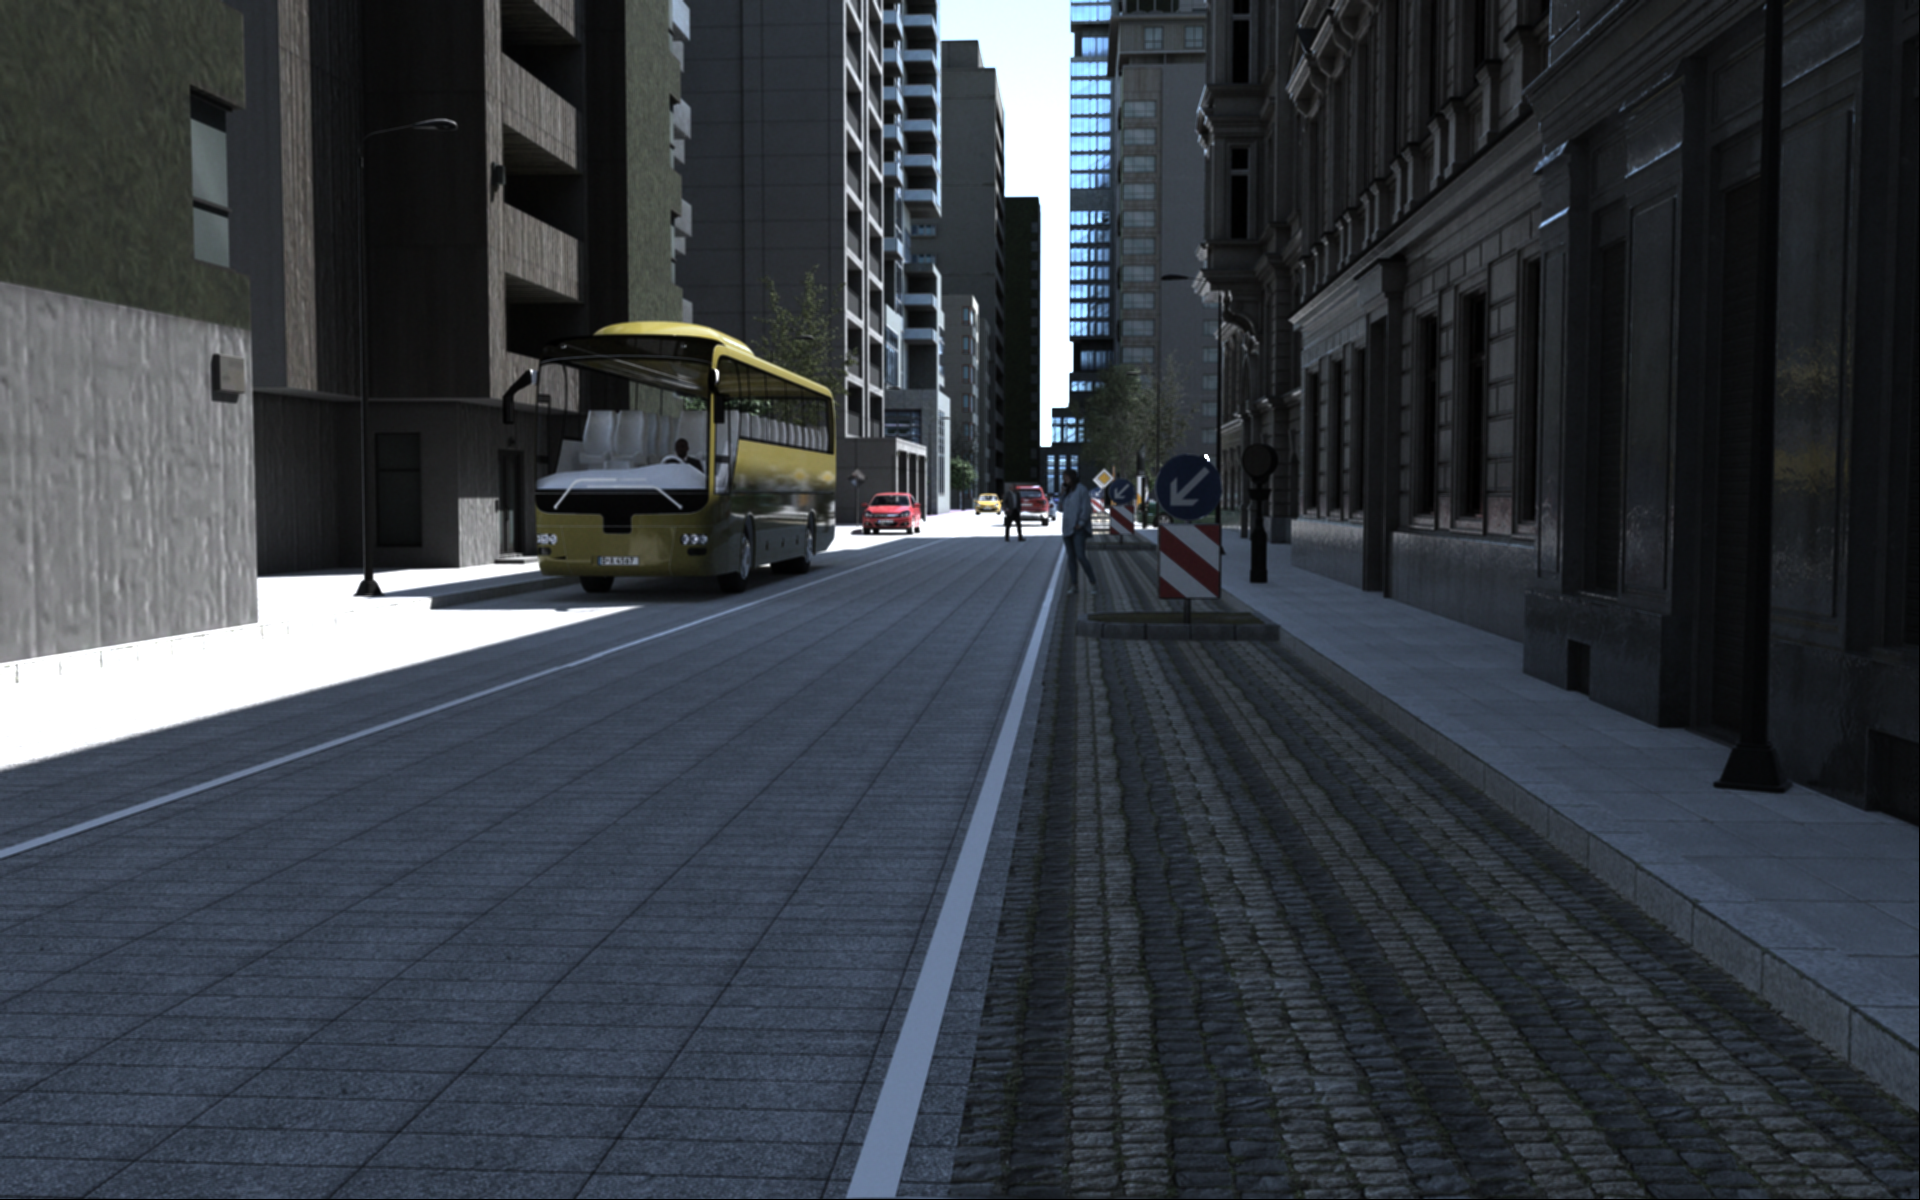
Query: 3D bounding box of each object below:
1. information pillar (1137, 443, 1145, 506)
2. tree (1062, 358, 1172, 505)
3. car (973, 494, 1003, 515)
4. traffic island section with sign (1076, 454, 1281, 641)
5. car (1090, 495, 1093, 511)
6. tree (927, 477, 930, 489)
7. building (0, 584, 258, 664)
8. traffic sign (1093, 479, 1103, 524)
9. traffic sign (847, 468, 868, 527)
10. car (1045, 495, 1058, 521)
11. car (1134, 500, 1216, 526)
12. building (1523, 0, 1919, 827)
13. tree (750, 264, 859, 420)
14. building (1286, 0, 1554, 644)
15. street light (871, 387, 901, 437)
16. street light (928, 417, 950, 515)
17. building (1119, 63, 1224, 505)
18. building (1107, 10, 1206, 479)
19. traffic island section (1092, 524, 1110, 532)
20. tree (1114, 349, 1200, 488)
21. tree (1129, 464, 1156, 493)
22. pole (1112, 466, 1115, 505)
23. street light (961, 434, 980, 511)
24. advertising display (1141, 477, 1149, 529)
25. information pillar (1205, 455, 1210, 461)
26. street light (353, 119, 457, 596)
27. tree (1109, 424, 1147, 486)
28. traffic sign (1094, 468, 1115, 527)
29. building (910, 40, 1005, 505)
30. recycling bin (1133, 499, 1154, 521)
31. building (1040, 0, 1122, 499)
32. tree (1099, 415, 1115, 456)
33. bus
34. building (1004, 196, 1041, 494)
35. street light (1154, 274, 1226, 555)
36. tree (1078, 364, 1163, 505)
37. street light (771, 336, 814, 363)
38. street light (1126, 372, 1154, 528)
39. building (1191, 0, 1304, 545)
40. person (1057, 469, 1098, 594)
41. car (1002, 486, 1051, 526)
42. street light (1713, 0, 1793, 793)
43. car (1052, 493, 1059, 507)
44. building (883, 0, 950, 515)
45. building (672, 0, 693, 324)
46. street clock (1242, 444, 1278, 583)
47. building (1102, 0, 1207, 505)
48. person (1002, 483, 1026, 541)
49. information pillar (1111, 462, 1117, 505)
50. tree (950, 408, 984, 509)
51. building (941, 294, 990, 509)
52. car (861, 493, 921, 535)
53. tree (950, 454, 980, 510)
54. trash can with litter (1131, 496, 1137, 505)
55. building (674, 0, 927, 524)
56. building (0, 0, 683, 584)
[{"bbox_3d":[8.367,-5.420,79.964,0.504,3.616,0.183,-3,5,-41],"label":"information pillar"},{"bbox_3d":[11.154,-11.290,119.006,7.601,10.594,8.767,2,4,33],"label":"tree"},{"bbox_3d":[1.956,-6.675,119.359,2.015,1.641,3.980,0,4,3],"label":"car"},{"bbox_3d":[2.194,-0.561,17.797,1.989,1.847,2.006,0,4,4],"label":"traffic island section with sign"},{"bbox_3d":[9.924,-7.382,132.695,2.014,1.417,4.499,0,4,3],"label":"car"},{"bbox_3d":[-2.501,-6.477,100.501,1.663,3.219,1.824,0,3,0],"label":"tree"},{"bbox_3d":[-14.439,-14.569,9.910,14.160,30.474,14.107,0,4,4],"label":"building"},{"bbox_3d":[6.093,-4.336,74.531,0.795,2.450,0.064,0,4,4],"label":"traffic sign"},{"bbox_3d":[-3.979,-3.890,67.242,0.795,2.450,0.064,0,4,4],"label":"traffic sign"},{"bbox_3d":[4.331,-4.997,93.696,2.014,1.417,4.499,0,4,3],"label":"car"},{"bbox_3d":[9.518,-3.557,69.948,4.920,1.459,2.131,0,4,2],"label":"car"},{"bbox_3d":[8.092,-9.383,2.566,9.793,20.994,18.267,0,4,4],"label":"building"},{"bbox_3d":[-5.342,-6.478,56.275,4.737,8.622,4.395,0,3,0],"label":"tree"},{"bbox_3d":[10.034,-9.581,21.275,10.561,19.102,19.286,0,4,4],"label":"building"},{"bbox_3d":[-3.261,-6.267,75.015,1.470,5.913,1.316,0,4,4],"label":"street light"},{"bbox_3d":[-1.274,-8.080,104.649,1.470,5.913,1.316,0,4,4],"label":"street light"},{"bbox_3d":[22.587,-29.643,168.251,14.154,41.232,14.086,0,4,4],"label":"building"},{"bbox_3d":[30.415,-36.631,188.160,28.713,52.752,27.495,0,4,4],"label":"building"},{"bbox_3d":[5.565,-2.713,66.640,2.009,0.180,2.903,0,4,4],"label":"traffic island section"},{"bbox_3d":[10.284,-8.476,88.950,4.360,8.622,3.978,0,3,0],"label":"tree"},{"bbox_3d":[11.835,-7.067,110.150,1.663,3.219,1.824,0,3,0],"label":"tree"},{"bbox_3d":[11.159,-8.072,125.821,0.158,3.312,0.155,0,3,0],"label":"pole"},{"bbox_3d":[0.814,-9.889,134.218,1.470,5.913,1.316,0,4,4],"label":"street light"},{"bbox_3d":[6.877,-3.614,64.304,0.123,1.923,0.974,1,4,16],"label":"advertising display"},{"bbox_3d":[14.860,-6.892,104.039,0.183,3.616,0.504,-2,4,-25],"label":"information pillar"},{"bbox_3d":[-6.928,-3.004,21.660,1.470,5.913,1.316,0,4,4],"label":"street light"},{"bbox_3d":[15.265,-12.759,158.969,4.737,8.622,4.395,0,3,0],"label":"tree"},{"bbox_3d":[5.541,-3.848,66.565,0.795,2.450,0.064,0,4,4],"label":"traffic sign"},{"bbox_3d":[-6.235,-34.646,190.166,21.300,48.544,21.600,0,4,4],"label":"building"},{"bbox_3d":[8.624,-4.213,81.443,0.722,1.027,0.722,-3,5,-39],"label":"recycling bin"},{"bbox_3d":[26.973,-56.809,241.492,31.000,86.520,22.319,0,4,4],"label":"building"},{"bbox_3d":[13.243,-11.500,138.394,4.360,8.622,3.978,0,3,0],"label":"tree"},{"bbox_3d":[-4.101,-2.256,28.431,2.896,3.916,12.252,0,4,4],"label":"bus"},{"bbox_3d":[4.198,-34.049,240.295,14.086,41.232,14.154,0,4,4],"label":"building"},{"bbox_3d":[4.945,-3.926,36.732,1.470,5.913,1.316,0,4,4],"label":"street light"},{"bbox_3d":[14.019,-14.233,150.833,7.486,12.596,7.792,0,3,0],"label":"tree"},{"bbox_3d":[-4.990,-4.794,50.926,1.470,5.913,1.316,0,4,4],"label":"street light"},{"bbox_3d":[7.012,-5.719,66.046,1.470,5.913,1.316,0,4,4],"label":"street light"},{"bbox_3d":[13.882,-14.016,48.241,14.460,24.649,34.723,0,4,4],"label":"building"},{"bbox_3d":[1.692,-0.978,24.755,0.793,1.790,0.793,1,4,22],"label":"person"},{"bbox_3d":[3.024,-4.299,78.954,2.281,1.827,5.304,0,4,2],"label":"car"},{"bbox_3d":[2.943,-2.136,7.471,1.470,5.913,1.316,0,4,4],"label":"street light"},{"bbox_3d":[9.375,-9.360,162.620,1.945,1.707,3.694,0,4,3],"label":"car"},{"bbox_3d":[-11.453,-49.396,120.291,22.319,86.520,31.000,0,4,4],"label":"building"},{"bbox_3d":[-25.196,-26.808,57.921,30.456,49.044,23.786,0,4,4],"label":"building"},{"bbox_3d":[4.325,-1.251,25.026,0.471,2.002,0.358,2,4,35],"label":"street clock"},{"bbox_3d":[27.981,-47.336,212.193,20.563,71.187,20.611,0,4,4],"label":"building"},{"bbox_3d":[1.641,-2.659,52.379,0.661,1.777,0.834,-2,4,-35],"label":"person"},{"bbox_3d":[11.399,-8.381,128.389,0.504,3.616,0.183,-2,4,-35],"label":"information pillar"},{"bbox_3d":[0.075,-12.029,147.030,4.360,8.622,3.978,0,3,0],"label":"tree"},{"bbox_3d":[-11.697,-19.611,165.674,27.650,21.520,28.899,0,4,4],"label":"building"},{"bbox_3d":[-2.438,-3.272,62.536,2.155,1.783,4.494,0,4,4],"label":"car"},{"bbox_3d":[-0.057,-9.651,141.506,4.285,4.588,4.351,0,3,0],"label":"tree"},{"bbox_3d":[10.419,-5.498,101.282,0.624,1.170,1.055,-1,4,-18],"label":"trash can with litter"},{"bbox_3d":[-12.219,-39.477,83.708,20.563,71.187,20.611,0,4,4],"label":"building"},{"bbox_3d":[-13.768,-15.942,32.353,14.160,30.474,14.107,0,4,4],"label":"building"}]
